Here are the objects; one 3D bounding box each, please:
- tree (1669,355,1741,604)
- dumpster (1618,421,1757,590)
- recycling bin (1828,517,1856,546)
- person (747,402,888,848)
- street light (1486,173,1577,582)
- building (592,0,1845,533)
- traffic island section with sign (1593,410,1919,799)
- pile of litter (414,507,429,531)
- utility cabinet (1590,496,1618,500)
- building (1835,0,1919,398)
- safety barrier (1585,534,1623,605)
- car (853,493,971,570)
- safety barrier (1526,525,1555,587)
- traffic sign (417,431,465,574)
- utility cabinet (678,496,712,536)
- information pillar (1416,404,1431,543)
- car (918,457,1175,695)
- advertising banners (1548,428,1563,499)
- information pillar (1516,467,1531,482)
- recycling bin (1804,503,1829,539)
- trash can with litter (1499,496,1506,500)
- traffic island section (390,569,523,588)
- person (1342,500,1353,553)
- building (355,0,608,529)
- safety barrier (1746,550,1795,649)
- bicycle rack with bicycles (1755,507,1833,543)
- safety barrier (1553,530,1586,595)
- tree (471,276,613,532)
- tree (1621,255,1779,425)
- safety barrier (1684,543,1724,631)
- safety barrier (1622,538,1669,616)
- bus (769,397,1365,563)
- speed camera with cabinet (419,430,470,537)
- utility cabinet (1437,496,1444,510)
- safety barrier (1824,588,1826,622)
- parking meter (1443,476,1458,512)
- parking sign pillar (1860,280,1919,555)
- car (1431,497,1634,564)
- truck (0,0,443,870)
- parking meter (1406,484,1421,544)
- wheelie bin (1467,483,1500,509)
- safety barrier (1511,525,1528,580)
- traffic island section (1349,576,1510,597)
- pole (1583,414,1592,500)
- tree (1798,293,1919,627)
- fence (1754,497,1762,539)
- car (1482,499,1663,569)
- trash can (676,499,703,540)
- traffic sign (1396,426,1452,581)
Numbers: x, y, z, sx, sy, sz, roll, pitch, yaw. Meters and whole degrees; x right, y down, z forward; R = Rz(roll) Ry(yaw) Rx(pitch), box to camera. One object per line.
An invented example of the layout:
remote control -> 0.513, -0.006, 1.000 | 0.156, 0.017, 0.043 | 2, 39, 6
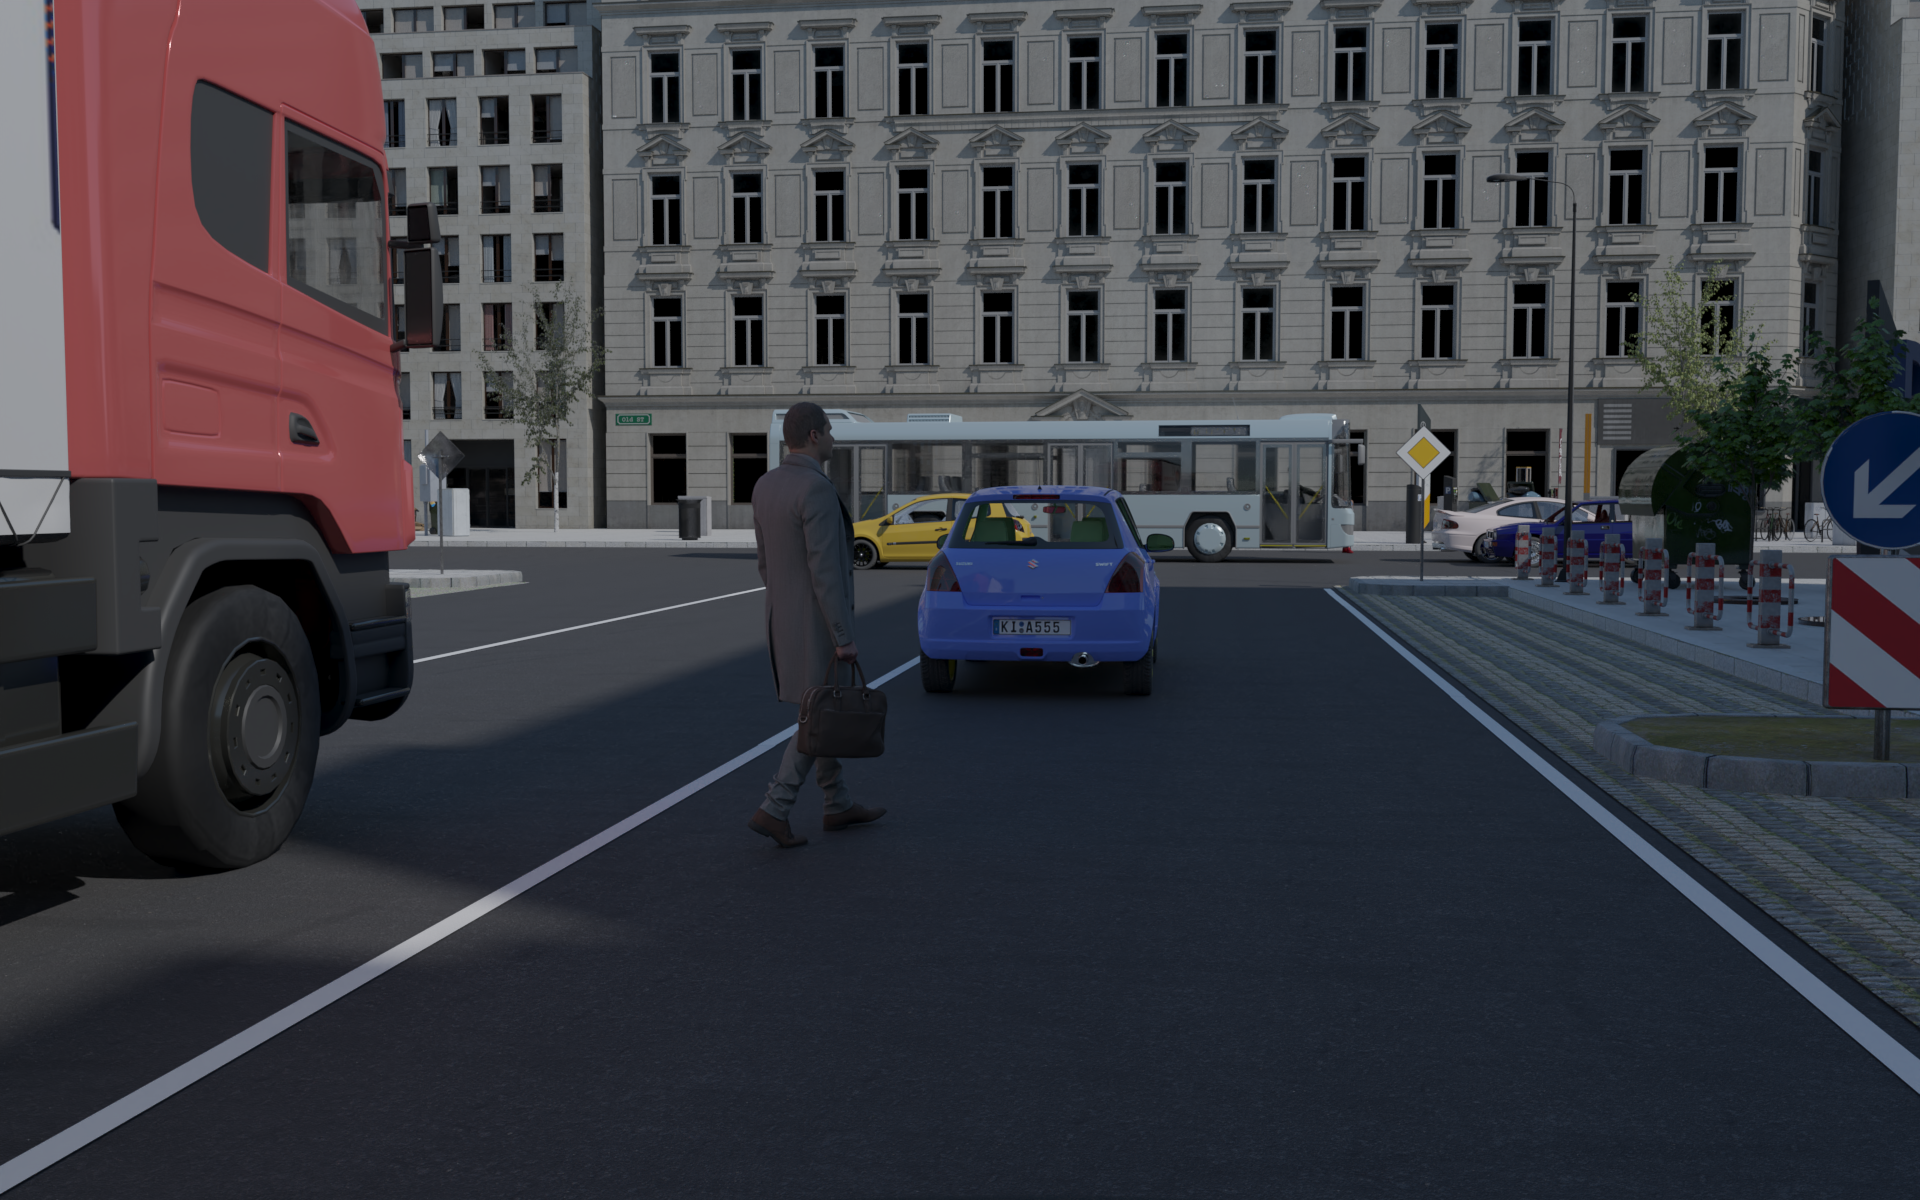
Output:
tree -> 9.393, -1.587, 20.557 | 1.663, 3.219, 1.824 | 0, 3, 0
dumpster -> 10.106, -1.312, 23.953 | 1.502, 2.255, 1.985 | 1, 4, 8
recycling bin -> 22.279, -1.871, 43.140 | 0.722, 1.027, 0.722 | -1, 4, -22
person -> -0.585, 0.086, 7.199 | 0.767, 1.812, 0.694 | -2, 4, -33
street light -> 8.324, -3.220, 25.188 | 1.470, 5.913, 1.316 | 1, 4, 8
building -> 9.439, -17.782, 67.158 | 44.131, 29.872, 17.030 | 1, 4, 8
traffic island section with sign -> 4.455, -0.026, 9.046 | 1.989, 1.847, 2.006 | 1, 4, 8
pile of litter -> -19.060, -2.822, 60.108 | 1.719, 0.858, 1.176 | 0, 4, 4
utility cabinet -> 18.025, -2.265, 48.190 | 1.020, 1.237, 0.306 | 3, 4, 38
building -> 39.096, -12.521, 59.477 | 16.860, 20.320, 10.420 | 1, 4, 8
safety barrier -> 7.577, -0.359, 20.137 | 0.300, 0.817, 1.120 | 1, 4, 8
car -> -0.569, -1.410, 33.270 | 3.980, 1.641, 2.015 | 1, 4, 9
safety barrier -> 8.125, -0.591, 23.931 | 0.300, 0.817, 1.120 | 1, 4, 8
traffic sign -> -8.287, -1.469, 27.655 | 0.795, 2.450, 0.064 | 1, 4, 8
utility cabinet -> -8.139, -2.571, 53.197 | 1.020, 1.237, 0.306 | 1, 4, 23
information pillar -> 12.051, -3.286, 45.079 | 0.504, 3.616, 0.183 | -3, 5, -39
car -> 0.721, -0.252, 13.716 | 1.945, 1.707, 3.694 | 0, 4, 7
advertising banners -> 15.628, -3.012, 45.441 | 0.090, 3.025, 2.074 | 2, 4, 27
information pillar -> 15.337, -2.611, 47.187 | 0.304, 2.012, 0.304 | 3, 4, 37
recycling bin -> 24.809, -2.283, 49.886 | 0.722, 1.027, 0.722 | 1, 4, 11
trash can with litter -> 18.005, -2.775, 56.436 | 1.678, 1.210, 2.233 | -3, 4, -38
traffic island section -> -8.311, -0.333, 27.721 | 2.009, 0.180, 2.903 | 1, 4, 8
person -> 9.345, -1.937, 42.031 | 0.647, 1.594, 0.662 | -3, 5, -42
building -> -21.144, -13.106, 69.036 | 16.860, 20.320, 10.420 | 1, 4, 8
safety barrier -> 6.751, -0.010, 14.439 | 0.300, 0.817, 1.120 | 1, 4, 8
bicycle rack with bicycles -> 22.737, -2.061, 47.083 | 2.925, 0.926, 2.852 | -3, 4, -39
safety barrier -> 7.850, -0.475, 22.034 | 0.300, 0.817, 1.120 | 1, 4, 8
tree -> -13.763, -6.574, 57.844 | 4.360, 8.622, 3.978 | 0, 3, 0
tree -> 22.789, -6.327, 53.801 | 4.737, 8.622, 4.395 | 0, 3, 0
safety barrier -> 7.023, -0.126, 16.337 | 0.300, 0.817, 1.120 | 1, 4, 8
safety barrier -> 7.295, -0.242, 18.234 | 0.300, 0.817, 1.120 | 1, 4, 8
bus -> 2.617, -2.611, 37.542 | 13.247, 3.499, 2.948 | 1, 4, 10
speed camera with cabinet -> -15.722, -3.576, 52.799 | 2.038, 3.252, 0.660 | 3, 5, 45
utility cabinet -> 16.086, -2.827, 57.385 | 0.306, 1.237, 1.020 | 0, 4, 0
safety barrier -> 6.475, 0.106, 12.542 | 0.300, 0.817, 1.120 | 1, 4, 8
parking meter -> 15.677, -3.036, 55.352 | 0.255, 1.863, 0.399 | -3, 4, -38
parking sign pillar -> 12.025, -2.068, 22.287 | 1.447, 3.967, 1.447 | 3, 5, 43
car -> 12.402, -1.471, 36.419 | 4.827, 1.381, 2.083 | 0, 4, 7
truck -> -4.261, -0.883, 3.347 | 2.839, 4.237, 11.283 | 0, 4, 7
parking meter -> 11.691, -2.217, 44.653 | 0.372, 1.533, 0.369 | 0, 3, 0
wheelie bin -> 14.547, -2.466, 48.228 | 0.980, 1.594, 0.693 | -3, 5, -40
safety barrier -> 8.399, -0.707, 25.832 | 0.300, 0.817, 1.120 | 1, 4, 8
traffic island section -> 6.822, -0.199, 25.531 | 2.009, 0.180, 2.903 | 1, 4, 8
pole -> 15.926, -3.067, 43.984 | 0.158, 3.312, 0.155 | 0, 3, 0
tree -> 8.794, -1.353, 16.728 | 1.663, 3.219, 1.824 | 0, 3, 0
fence -> 21.730, -2.345, 49.545 | 2.264, 1.192, 0.480 | 0, 4, 2
car -> 12.428, -1.329, 34.305 | 3.894, 1.354, 1.945 | 1, 4, 9
trash can -> -7.504, -2.227, 48.070 | 0.748, 1.137, 0.748 | 0, 3, 0
traffic sign -> 6.798, -1.334, 25.458 | 0.795, 2.450, 0.064 | 1, 4, 8
